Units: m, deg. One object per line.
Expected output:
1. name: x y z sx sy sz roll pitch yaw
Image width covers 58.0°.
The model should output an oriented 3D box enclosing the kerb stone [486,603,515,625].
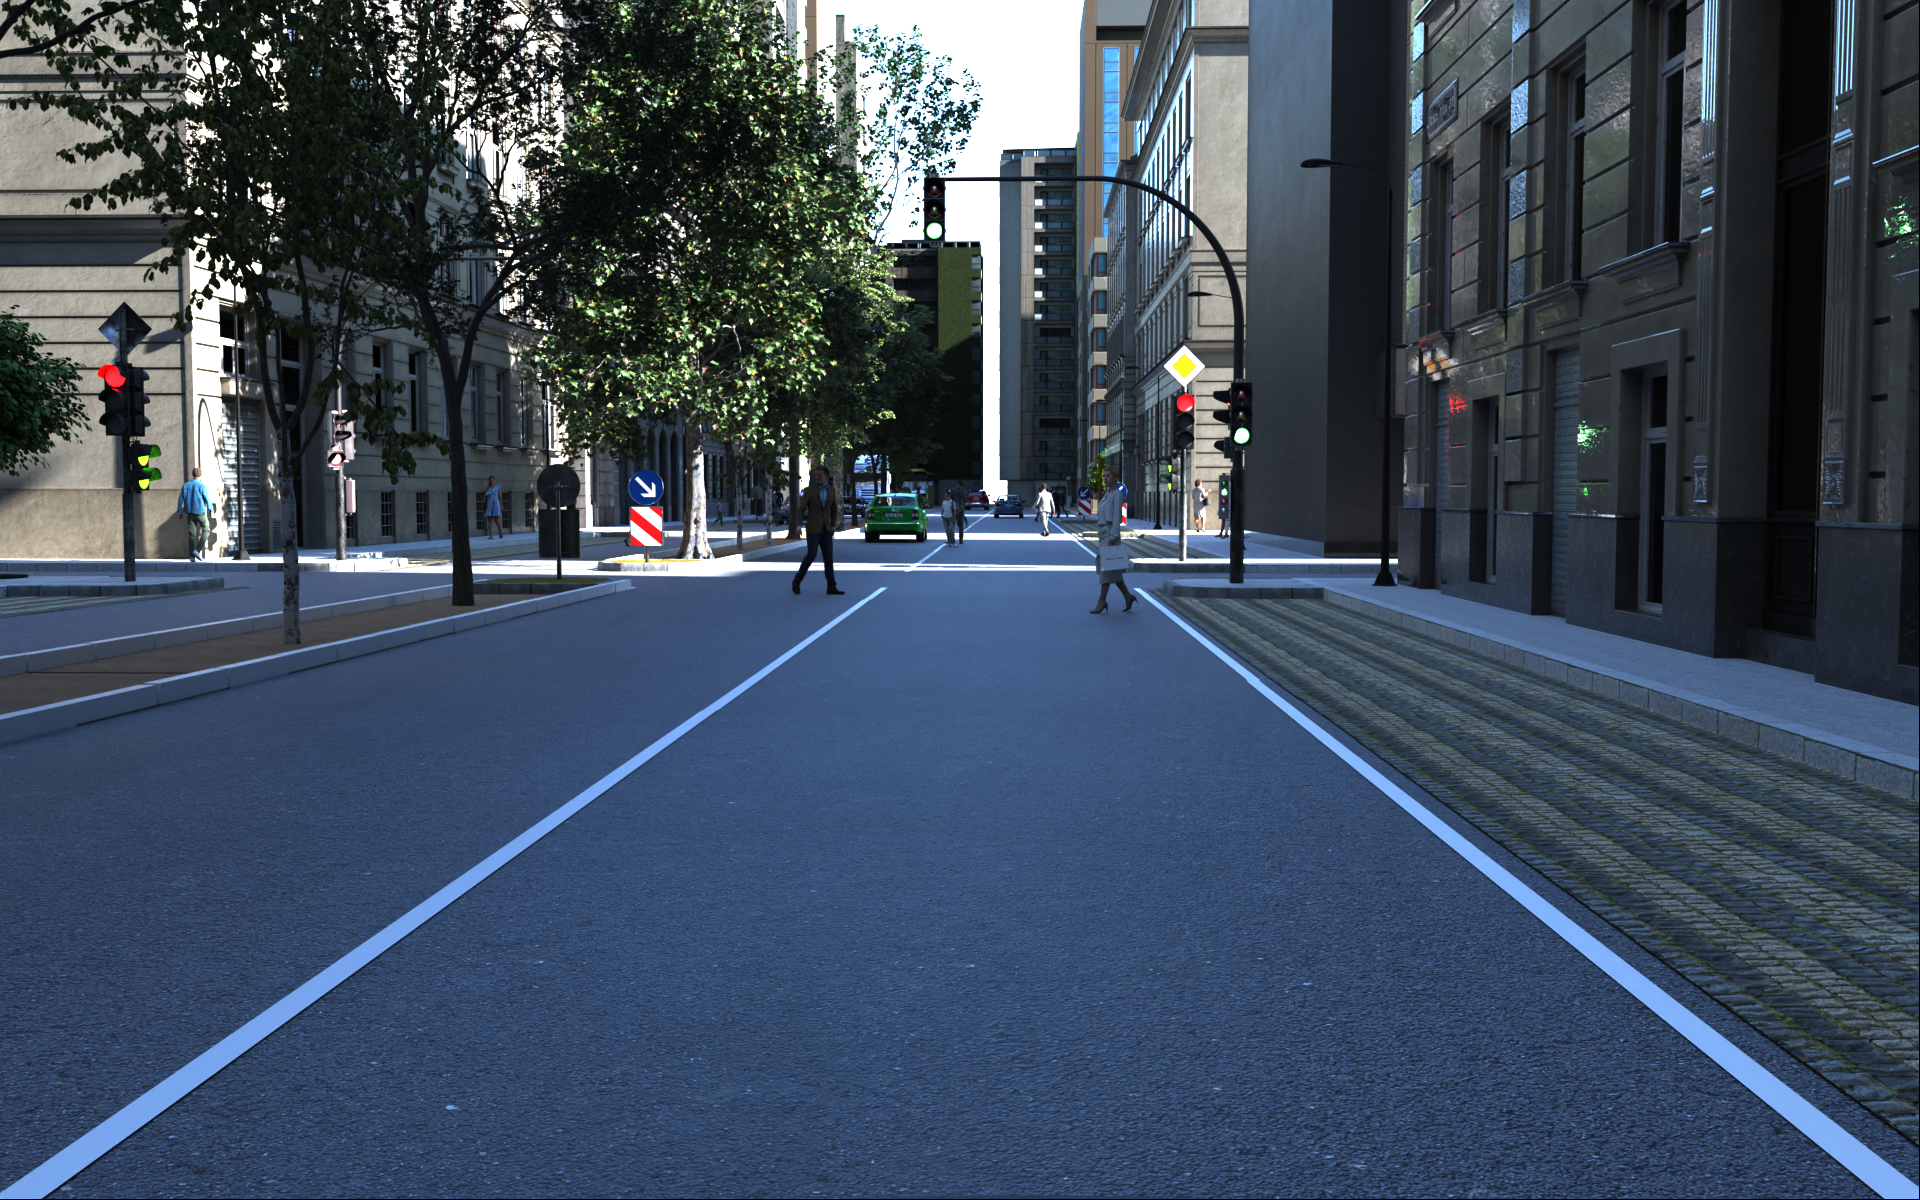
1. kerb stone: -5.225 0.169 19.427 0.120 0.150 1.000 0 4 2

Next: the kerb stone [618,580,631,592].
1. kerb stone: -5.029 -0.201 25.589 0.120 0.150 1.000 0 4 2

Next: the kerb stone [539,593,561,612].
1. kerb stone: -5.165 0.048 21.472 0.120 0.150 1.000 0 4 2

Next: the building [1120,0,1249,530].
1. building: 15.833 -14.755 74.524 16.112 22.955 30.059 0 4 2

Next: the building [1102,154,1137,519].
1. building: 13.448 -15.268 98.790 9.793 20.994 18.267 0 4 2

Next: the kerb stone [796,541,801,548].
1. kerb stone: -4.384 -1.425 45.572 0.120 0.150 1.000 0 4 2

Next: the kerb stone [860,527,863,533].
1. kerb stone: -3.784 -2.554 64.017 0.120 0.150 1.000 0 4 2

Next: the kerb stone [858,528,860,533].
1. kerb stone: -3.821 -2.495 62.992 0.120 0.150 1.000 0 4 2

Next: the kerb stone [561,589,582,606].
1. kerb stone: -5.132 -0.019 22.505 0.120 0.150 1.000 0 4 2

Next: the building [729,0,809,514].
1. building: -17.964 -26.406 115.341 14.154 41.232 14.086 0 4 2

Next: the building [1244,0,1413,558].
1. building: 19.371 -15.011 38.932 24.014 27.812 14.314 0 4 2

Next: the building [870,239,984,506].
1. building: -4.273 -26.146 199.191 14.107 30.474 14.160 0 4 2

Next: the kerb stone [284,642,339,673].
1. kerb stone: -5.400 0.483 14.298 0.120 0.150 1.000 0 4 2

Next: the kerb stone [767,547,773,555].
1. kerb stone: -4.555 -1.116 40.450 0.120 0.150 1.000 0 4 2

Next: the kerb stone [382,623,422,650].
1. kerb stone: -5.331 0.358 16.341 0.120 0.150 1.000 0 4 2

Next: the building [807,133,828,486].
1. building: -17.776 -21.937 130.363 14.160 30.474 14.107 0 4 2

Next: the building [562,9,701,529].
1. building: -19.275 -14.261 74.969 13.314 21.916 24.055 0 4 2

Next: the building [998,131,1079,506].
1. building: 11.421 -31.496 198.548 14.086 41.232 14.154 0 4 2

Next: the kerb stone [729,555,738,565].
1. kerb stone: -4.719 -0.802 35.309 0.120 0.150 1.000 0 4 2

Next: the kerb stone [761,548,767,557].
1. kerb stone: -4.585 -1.054 39.428 0.120 0.150 1.000 0 4 2

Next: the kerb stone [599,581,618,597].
1. kerb stone: -5.068 -0.144 24.561 0.120 0.150 1.000 0 4 2

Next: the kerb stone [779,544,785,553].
1. kerb stone: -4.484 -1.241 42.493 0.120 0.150 1.000 0 4 2

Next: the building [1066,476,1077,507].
1. building: 26.881 -29.311 171.109 32.217 40.220 23.993 0 4 2

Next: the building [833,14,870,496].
1. building: -20.373 -33.642 173.753 21.600 48.544 21.300 0 4 2

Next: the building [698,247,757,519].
1. building: -17.534 -14.203 96.841 10.561 19.102 19.286 0 4 2

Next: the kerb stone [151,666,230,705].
1. kerb stone: -5.464 0.609 12.246 0.120 0.150 1.000 0 4 2

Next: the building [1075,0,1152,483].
1. building: 17.573 -30.708 152.183 14.600 45.320 14.200 0 4 2

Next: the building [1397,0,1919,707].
1. building: 11.495 -13.113 11.658 12.463 27.353 25.104 0 4 2

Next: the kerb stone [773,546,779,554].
1. kerb stone: -4.520 -1.179 41.471 0.120 0.150 1.000 0 4 2

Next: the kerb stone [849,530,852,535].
1. kerb stone: -3.915 -2.302 59.908 0.120 0.150 1.000 0 4 2

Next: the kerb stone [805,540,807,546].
1. kerb stone: -4.322 -1.555 47.626 0.120 0.150 1.000 0 4 2

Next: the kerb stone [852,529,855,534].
1. kerb stone: -3.895 -2.369 60.937 0.120 0.150 1.000 0 4 2

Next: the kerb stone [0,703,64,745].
1. kerb stone: -5.524 0.738 10.183 0.120 0.150 1.000 0 4 2

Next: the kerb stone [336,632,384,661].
1. kerb stone: -5.361 0.422 15.320 0.120 0.150 1.000 0 4 2

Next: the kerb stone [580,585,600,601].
1. kerb stone: -5.102 -0.081 23.536 0.120 0.150 1.000 0 4 2

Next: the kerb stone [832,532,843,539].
1. kerb stone: -4.020 -2.119 56.833 0.120 0.150 1.000 0 4 2

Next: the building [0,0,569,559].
1. building: -21.771 -13.120 47.800 16.112 22.955 30.059 0 4 2

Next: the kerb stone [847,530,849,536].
1. kerb stone: -3.953 -2.241 58.878 0.120 0.150 1.000 0 4 2

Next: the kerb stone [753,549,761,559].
1. kerb stone: -4.611 -0.991 38.406 0.120 0.150 1.000 0 4 2

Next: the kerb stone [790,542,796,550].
1. kerb stone: -4.417 -1.367 44.550 0.120 0.150 1.000 0 4 2

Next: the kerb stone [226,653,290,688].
1. kerb stone: -5.424 0.545 13.277 0.120 0.150 1.000 0 4 2

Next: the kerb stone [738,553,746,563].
1. kerb stone: -4.675 -0.864 36.342 0.120 0.150 1.000 0 4 2

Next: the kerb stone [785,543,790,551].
1. kerb stone: -4.449 -1.301 43.522 0.120 0.150 1.000 0 4 2

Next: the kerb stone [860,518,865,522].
1. kerb stone: -5.059 -4.130 89.725 0.120 0.150 1.000 0 4 2

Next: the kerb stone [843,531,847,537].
1. kerb stone: -3.984 -2.179 57.855 0.120 0.150 1.000 0 4 2

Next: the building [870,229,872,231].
1. building: -23.046 -31.553 207.771 23.993 40.220 32.217 0 4 2

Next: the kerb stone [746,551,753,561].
1. kerb stone: -4.655 -0.926 37.375 0.120 0.150 1.000 0 4 2

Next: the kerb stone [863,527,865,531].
1. kerb stone: -3.751 -2.621 65.043 0.120 0.150 1.000 0 4 2

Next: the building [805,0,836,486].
1. building: -17.926 -30.238 144.510 14.600 45.320 14.200 0 4 2

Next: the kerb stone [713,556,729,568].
1. kerb stone: -4.761 -0.737 34.288 0.120 0.150 1.000 0 4 2

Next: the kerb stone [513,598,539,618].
1. kerb stone: -5.201 0.107 20.451 0.120 0.150 1.000 0 4 2

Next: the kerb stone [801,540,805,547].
1. kerb stone: -4.358 -1.492 46.597 0.120 0.150 1.000 0 4 2

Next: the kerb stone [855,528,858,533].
1. kerb stone: -3.854 -2.432 61.966 0.120 0.150 1.000 0 4 2

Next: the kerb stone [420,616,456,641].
1. kerb stone: -5.304 0.295 17.372 0.120 0.150 1.000 0 4 2

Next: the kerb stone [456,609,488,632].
1. kerb stone: -5.259 0.232 18.398 0.120 0.150 1.000 0 4 2

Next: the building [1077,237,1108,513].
1. building: 23.259 -17.483 130.878 27.650 21.520 28.899 0 4 2

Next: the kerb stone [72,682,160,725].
1. kerb stone: -5.504 0.679 11.210 0.120 0.150 1.000 0 4 2
